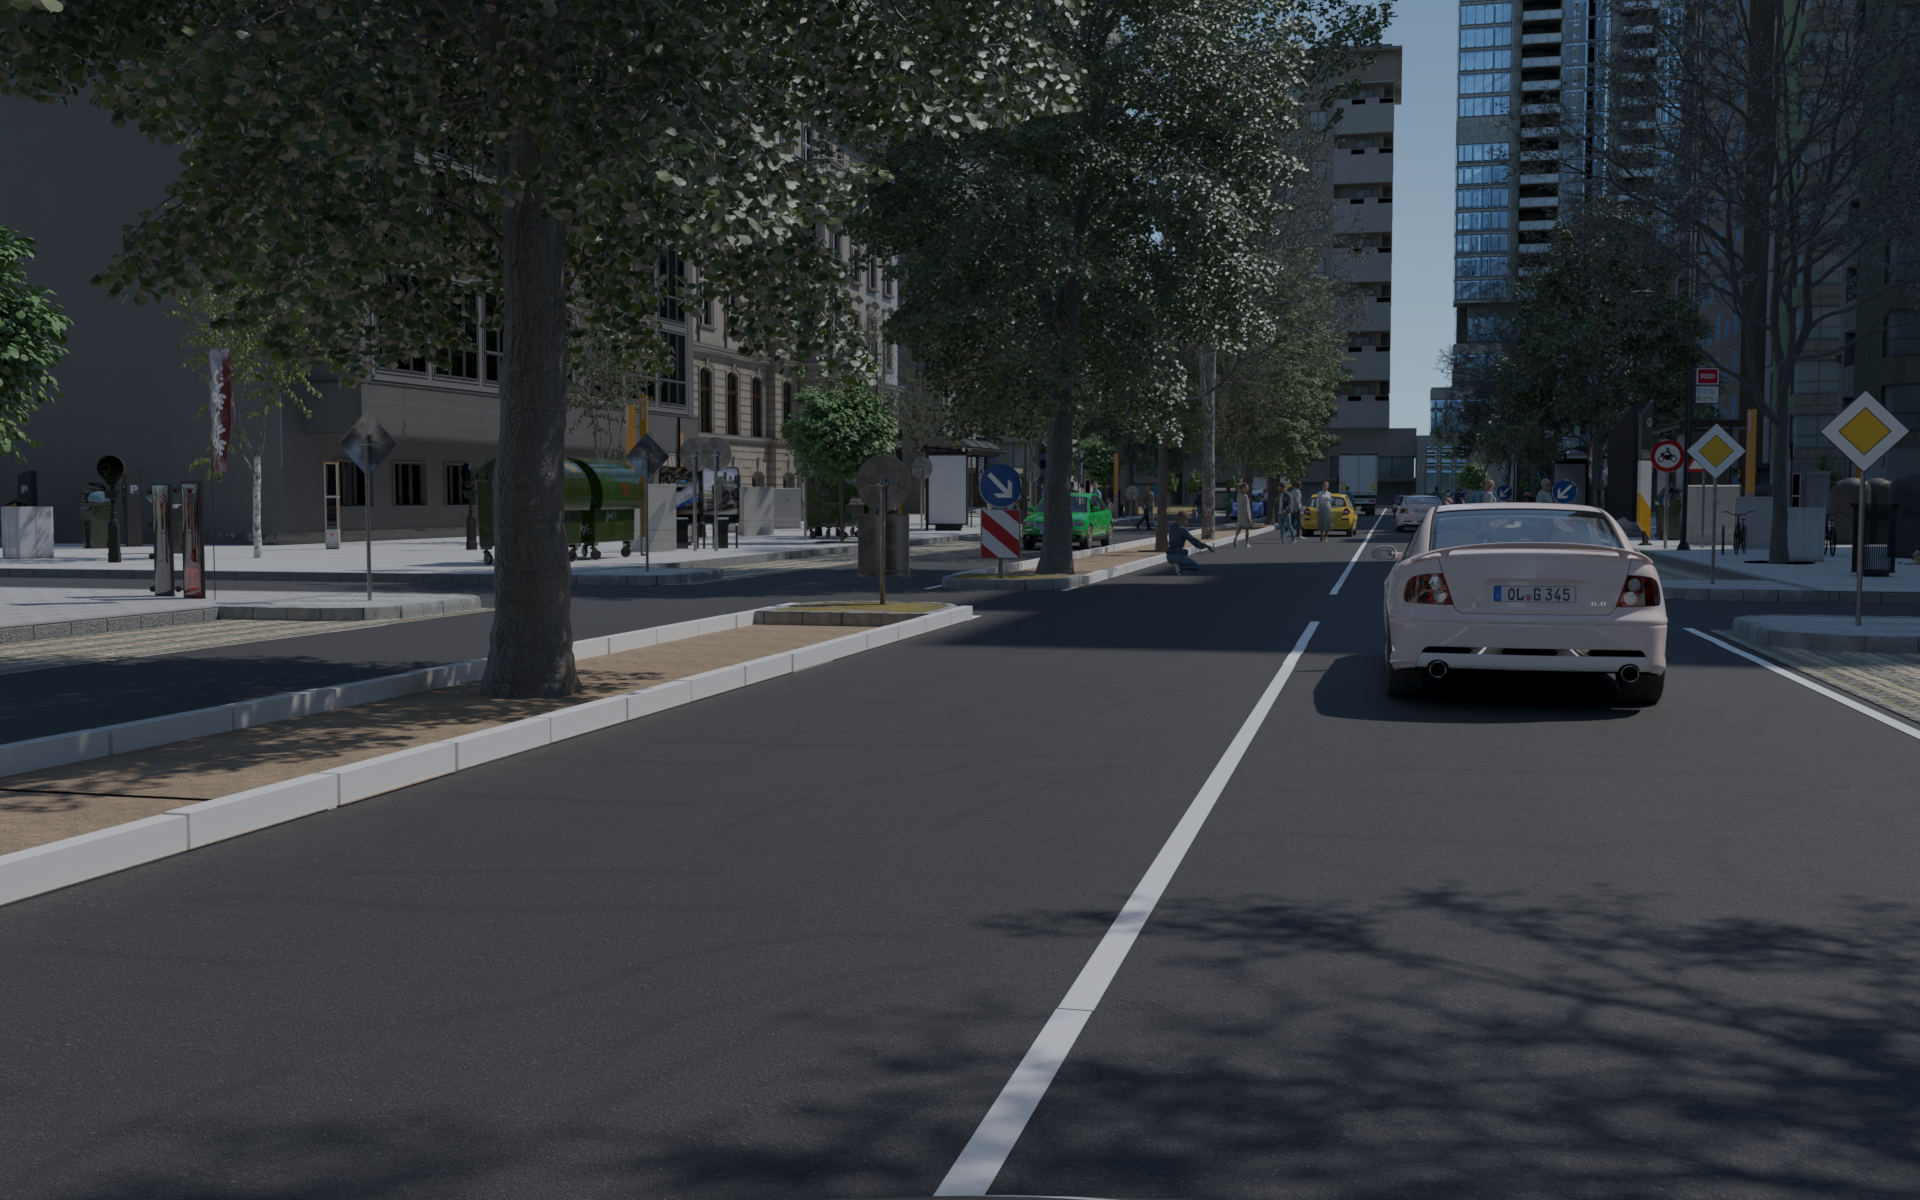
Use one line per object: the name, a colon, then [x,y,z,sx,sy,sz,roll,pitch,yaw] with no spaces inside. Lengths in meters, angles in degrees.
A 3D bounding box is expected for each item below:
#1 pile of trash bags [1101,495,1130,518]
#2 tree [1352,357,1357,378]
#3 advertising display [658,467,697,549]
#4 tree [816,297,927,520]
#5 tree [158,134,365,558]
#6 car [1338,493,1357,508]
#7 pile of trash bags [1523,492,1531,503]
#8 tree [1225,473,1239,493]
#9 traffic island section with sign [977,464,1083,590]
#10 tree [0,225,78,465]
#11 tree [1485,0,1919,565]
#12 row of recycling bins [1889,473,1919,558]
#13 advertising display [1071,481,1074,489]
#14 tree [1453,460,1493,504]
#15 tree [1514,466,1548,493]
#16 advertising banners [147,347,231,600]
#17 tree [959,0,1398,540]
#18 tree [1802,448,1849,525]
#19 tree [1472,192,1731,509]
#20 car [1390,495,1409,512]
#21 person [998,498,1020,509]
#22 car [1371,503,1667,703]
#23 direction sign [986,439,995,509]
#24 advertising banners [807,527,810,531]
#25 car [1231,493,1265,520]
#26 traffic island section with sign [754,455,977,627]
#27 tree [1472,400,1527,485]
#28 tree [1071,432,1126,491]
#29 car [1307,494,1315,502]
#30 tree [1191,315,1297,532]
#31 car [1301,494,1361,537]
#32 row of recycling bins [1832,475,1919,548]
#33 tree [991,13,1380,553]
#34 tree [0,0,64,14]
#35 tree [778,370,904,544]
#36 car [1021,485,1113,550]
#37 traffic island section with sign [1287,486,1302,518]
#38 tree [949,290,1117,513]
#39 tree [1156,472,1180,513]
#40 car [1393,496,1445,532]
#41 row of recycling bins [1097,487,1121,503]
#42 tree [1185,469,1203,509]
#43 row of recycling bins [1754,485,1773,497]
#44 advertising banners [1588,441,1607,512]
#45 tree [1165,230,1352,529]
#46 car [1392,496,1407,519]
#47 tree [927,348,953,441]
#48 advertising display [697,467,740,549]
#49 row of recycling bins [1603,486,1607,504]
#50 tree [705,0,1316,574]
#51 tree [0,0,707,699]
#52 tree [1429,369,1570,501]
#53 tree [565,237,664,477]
pile of trash bags: [8.302,-5.210,94.931,3.447,1.369,1.912,-3,5,-42]
tree: [14.301,-9.742,79.872,7.486,12.596,7.792,0,3,0]
advertising display: [-6.577,-2.167,40.645,0.974,1.923,0.123,-1,4,-22]
tree: [-3.758,-7.037,65.412,4.360,8.622,3.978,0,3,0]
tree: [-14.064,-5.158,34.696,4.737,8.622,4.395,0,3,0]
car: [24.384,-6.241,110.841,1.959,1.807,4.718,1,4,14]
pile of trash bags: [29.905,-4.837,88.830,1.912,1.369,3.447,-1,4,-14]
tree: [25.345,-10.136,160.328,1.663,3.219,1.824,0,3,0]
traffic island section with sign: [0.768,-1.139,26.760,2.006,1.907,1.989,1,4,14]
tree: [-10.588,-2.052,17.258,4.285,4.588,4.351,0,3,0]
tree: [14.937,-7.405,31.442,12.009,13.543,11.850,0,3,0]
row of recycling bins: [20.273,-1.730,35.403,3.534,1.692,1.069,-2,4,-27]
advertising display: [5.312,-5.066,88.048,0.974,1.923,0.123,1,4,12]
tree: [46.546,-10.588,156.823,4.285,4.588,4.351,0,3,0]
tree: [30.849,-6.026,93.131,1.663,3.219,1.824,0,3,0]
advertising banners: [-9.449,-1.534,21.261,2.074,3.025,0.090,3,5,39]
tree: [6.807,-12.017,54.831,12.611,20.169,13.585,0,3,0]
tree: [36.408,-4.810,73.250,1.663,3.219,1.824,0,3,0]
tree: [24.506,-9.113,66.010,9.611,12.733,9.660,0,3,0]
car: [35.166,-7.635,137.405,1.945,1.354,3.894,1,4,12]
person: [1.162,-1.977,41.659,0.563,1.720,0.643,-1,4,-15]
car: [4.247,-0.065,13.420,2.083,1.381,4.827,1,4,14]
direction sign: [1.059,-4.729,69.309,0.876,3.537,0.379,-3,4,-37]
advertising banners: [-5.277,-3.969,61.074,0.090,3.025,2.074,0,4,2]
car: [16.176,-5.375,97.476,1.945,1.707,3.694,1,4,13]
traffic island section with sign: [-1.047,-0.700,19.578,2.006,1.907,1.989,1,4,14]
tree: [36.579,-10.160,116.477,4.360,8.622,3.978,0,3,0]
tree: [7.070,-6.519,90.298,4.285,4.588,4.351,0,3,0]
car: [19.527,-5.126,92.611,1.959,1.807,4.718,1,4,14]
tree: [10.472,-6.836,64.589,4.360,8.622,3.978,0,3,0]
car: [12.725,-3.016,59.542,2.015,1.641,3.980,1,4,16]
row of recycling bins: [23.899,-2.296,44.654,3.534,1.692,1.069,-2,4,-28]
tree: [4.964,-7.905,42.069,12.009,13.543,11.850,0,3,0]
tree: [-4.928,-5.074,3.547,7.486,12.596,7.792,0,3,0]
tree: [-3.112,-3.775,45.438,4.285,4.588,4.351,0,3,0]
car: [2.891,-2.280,46.078,1.959,1.807,4.718,1,4,16]
traffic island section with sign: [19.067,-5.597,99.645,2.006,1.907,1.989,1,4,14]
tree: [3.011,-8.568,74.507,8.767,10.594,7.601,2,4,28]
tree: [14.263,-7.613,119.066,1.663,3.219,1.824,0,3,0]
car: [17.702,-3.313,66.524,2.083,1.381,4.827,1,4,13]
row of recycling bins: [8.636,-5.763,101.343,1.069,1.692,3.534,1,4,21]
tree: [17.214,-8.150,127.846,1.663,3.219,1.824,0,3,0]
row of recycling bins: [36.033,-4.293,77.311,1.069,1.692,3.534,2,4,31]
advertising banners: [20.640,-3.664,56.090,0.090,3.025,2.074,0,4,4]
tree: [11.691,-9.169,70.499,7.486,12.596,7.792,0,3,0]
car: [26.435,-5.469,101.994,1.945,1.354,3.894,1,4,14]
tree: [-1.898,-8.178,84.078,4.360,8.622,3.978,0,3,0]
advertising display: [-5.630,-2.166,40.628,0.974,1.923,0.123,-2,4,-34]
row of recycling bins: [33.515,-5.036,89.447,1.069,1.692,3.534,-2,4,-32]
tree: [1.696,-7.405,30.190,9.857,13.997,8.962,0,3,0]
tree: [-3.067,-6.297,12.064,9.857,13.997,8.962,0,3,0]
tree: [33.161,-10.371,103.986,7.601,10.594,8.767,2,4,33]
tree: [-9.605,-5.862,46.214,4.360,8.622,3.978,0,3,0]
